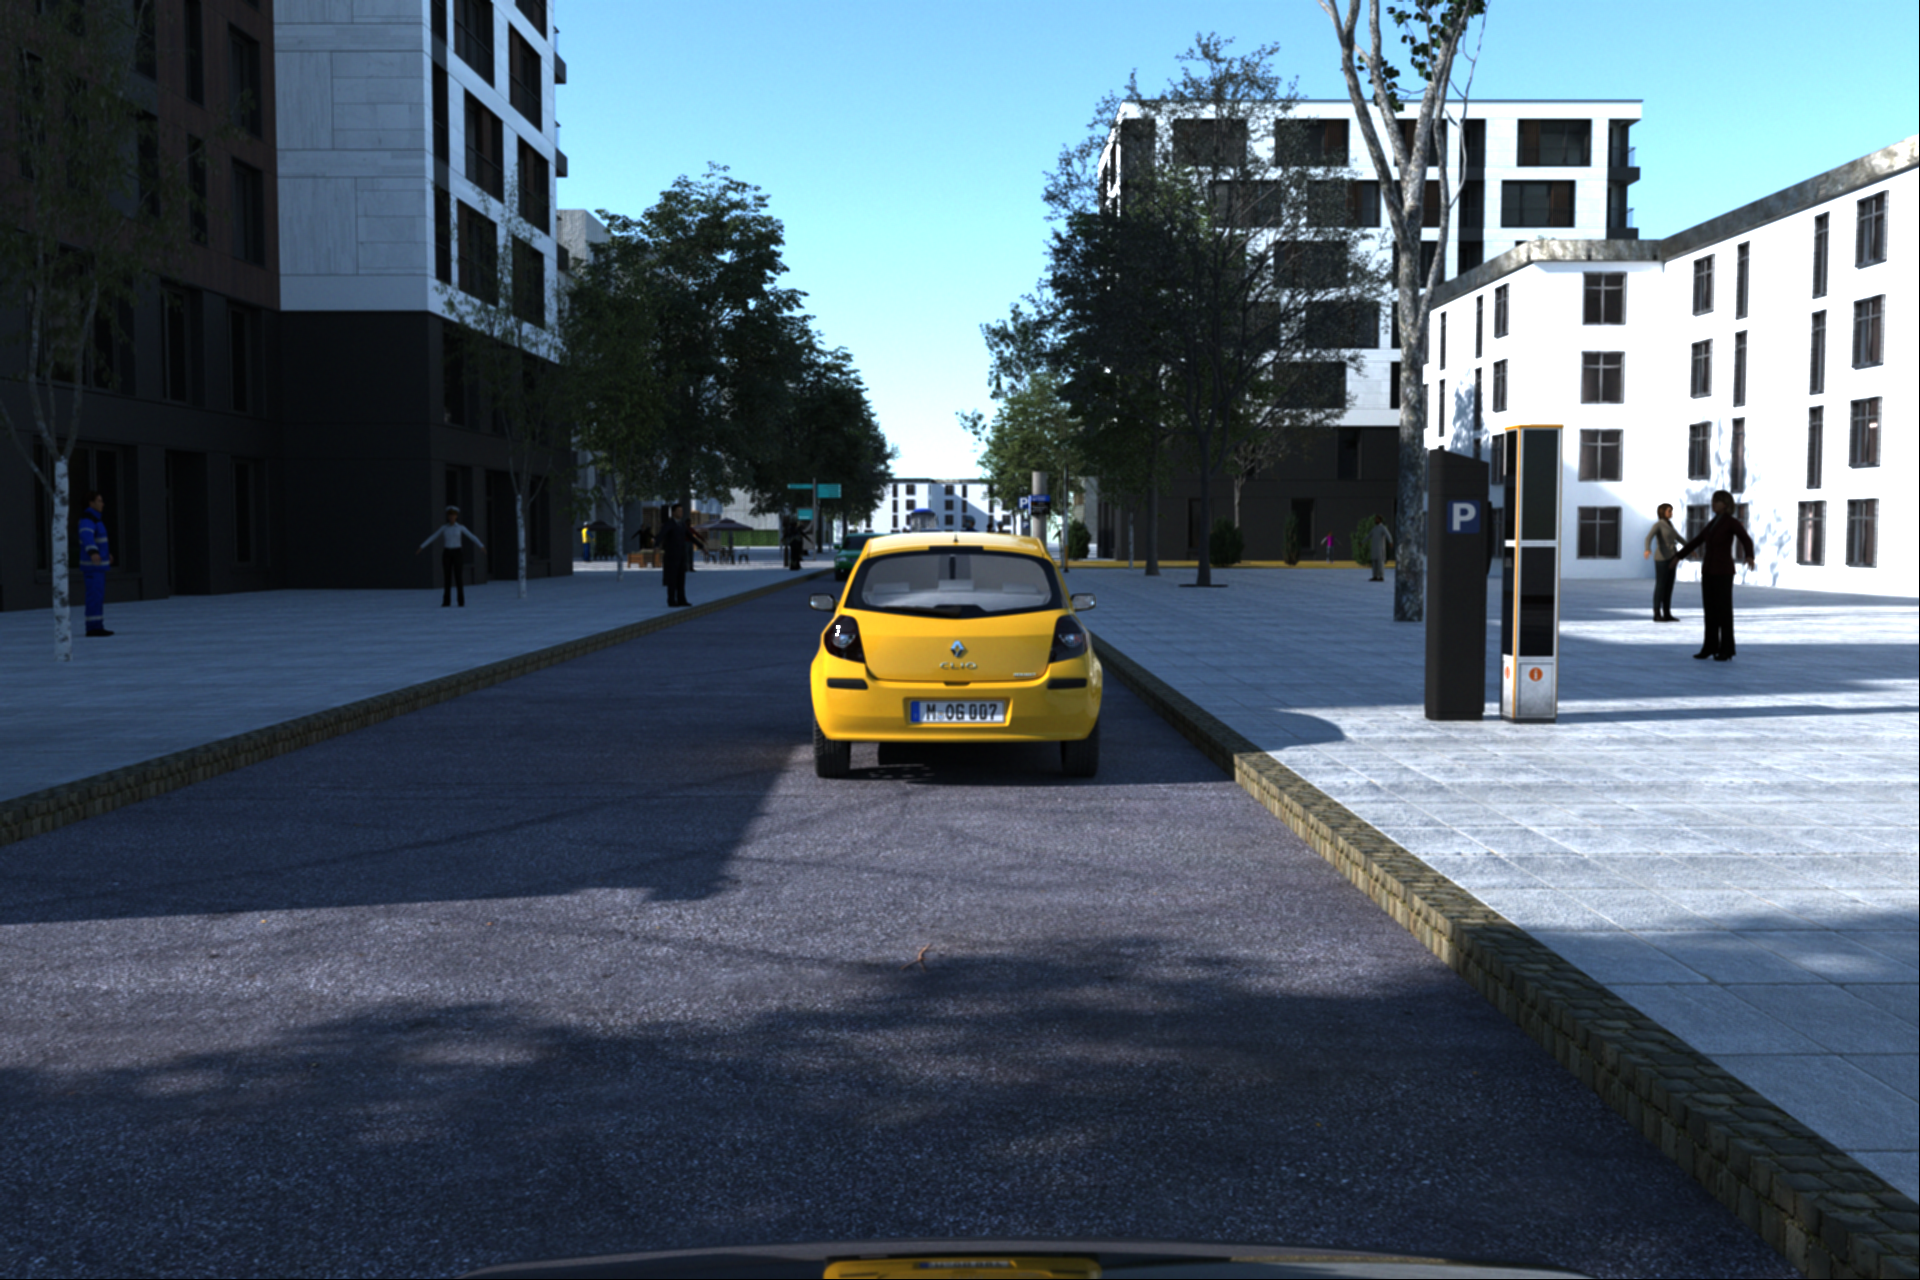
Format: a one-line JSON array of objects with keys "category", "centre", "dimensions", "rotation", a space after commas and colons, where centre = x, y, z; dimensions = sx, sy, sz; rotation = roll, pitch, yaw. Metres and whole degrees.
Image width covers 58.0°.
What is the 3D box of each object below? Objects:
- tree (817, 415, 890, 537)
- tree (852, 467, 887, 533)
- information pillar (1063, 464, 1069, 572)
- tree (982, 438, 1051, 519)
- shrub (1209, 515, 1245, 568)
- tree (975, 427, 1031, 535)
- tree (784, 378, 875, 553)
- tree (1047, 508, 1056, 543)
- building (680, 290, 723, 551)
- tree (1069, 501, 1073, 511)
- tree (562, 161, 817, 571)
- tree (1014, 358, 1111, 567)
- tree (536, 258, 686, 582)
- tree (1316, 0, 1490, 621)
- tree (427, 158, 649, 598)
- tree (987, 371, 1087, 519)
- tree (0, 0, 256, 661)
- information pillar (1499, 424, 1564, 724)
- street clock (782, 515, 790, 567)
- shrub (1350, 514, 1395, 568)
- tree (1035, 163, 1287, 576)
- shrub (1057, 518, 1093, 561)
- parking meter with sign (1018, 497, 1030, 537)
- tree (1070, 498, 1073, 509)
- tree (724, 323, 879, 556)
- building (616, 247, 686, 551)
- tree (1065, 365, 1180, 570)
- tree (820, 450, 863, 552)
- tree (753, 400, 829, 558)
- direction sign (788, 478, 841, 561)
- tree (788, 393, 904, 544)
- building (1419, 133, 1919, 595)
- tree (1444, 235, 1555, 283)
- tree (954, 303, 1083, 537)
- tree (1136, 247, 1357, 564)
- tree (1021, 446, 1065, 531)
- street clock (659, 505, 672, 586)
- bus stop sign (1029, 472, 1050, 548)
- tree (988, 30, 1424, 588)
[{"category": "tree", "centre": [-10.368, -15.328, 157.275], "dimensions": [9.857, 13.997, 8.962], "rotation": [0, 3, 0]}, {"category": "tree", "centre": [-9.463, -13.286, 167.582], "dimensions": [4.737, 8.622, 4.395], "rotation": [0, 3, 0]}, {"category": "information pillar", "centre": [3.575, -4.091, 58.249], "dimensions": [0.183, 3.616, 0.504], "rotation": [0, 3, 0]}, {"category": "tree", "centre": [5.762, -13.455, 154.402], "dimensions": [8.767, 10.594, 7.601], "rotation": [2, 4, 27]}, {"category": "shrub", "centre": [10.025, -3.769, 66.049], "dimensions": [1.690, 2.028, 1.600], "rotation": [0, 3, 0]}, {"category": "tree", "centre": [5.163, -14.698, 166.073], "dimensions": [9.928, 11.665, 9.643], "rotation": [0, 3, 0]}, {"category": "tree", "centre": [-9.198, -11.577, 115.045], "dimensions": [9.928, 11.665, 9.643], "rotation": [0, 3, 0]}, {"category": "tree", "centre": [13.558, -18.789, 257.561], "dimensions": [4.360, 8.622, 3.978], "rotation": [0, 3, 0]}, {"category": "building", "centre": [-25.253, -17.057, 135.304], "dimensions": [16.016, 20.090, 11.380], "rotation": [0, 4, -1]}, {"category": "tree", "centre": [18.312, -19.029, 261.486], "dimensions": [4.737, 8.622, 4.395], "rotation": [0, 3, 0]}, {"category": "tree", "centre": [-9.799, -9.419, 60.661], "dimensions": [9.857, 13.997, 8.962], "rotation": [0, 3, 0]}, {"category": "tree", "centre": [3.829, -7.209, 68.223], "dimensions": [4.360, 8.622, 3.978], "rotation": [0, 3, 0]}, {"category": "tree", "centre": [-9.242, -5.885, 46.581], "dimensions": [4.737, 8.622, 4.395], "rotation": [0, 3, 0]}, {"category": "tree", "centre": [5.133, -10.339, 24.926], "dimensions": [12.611, 20.169, 13.585], "rotation": [0, 3, 0]}, {"category": "tree", "centre": [-8.909, -5.153, 34.613], "dimensions": [4.360, 8.622, 3.978], "rotation": [0, 3, 0]}, {"category": "tree", "centre": [5.459, -12.388, 120.664], "dimensions": [7.486, 12.596, 7.792], "rotation": [0, 3, 0]}, {"category": "tree", "centre": [-8.984, -4.078, 17.044], "dimensions": [4.360, 8.622, 3.978], "rotation": [0, 3, 0]}, {"category": "information pillar", "centre": [3.881, -0.446, 11.780], "dimensions": [0.304, 2.012, 0.304], "rotation": [0, 4, -1]}, {"category": "street clock", "centre": [-6.751, -3.839, 67.340], "dimensions": [0.358, 2.002, 0.471], "rotation": [0, 4, 1]}, {"category": "shrub", "centre": [15.807, -3.815, 66.424], "dimensions": [1.661, 2.075, 1.752], "rotation": [0, 3, 0]}, {"category": "tree", "centre": [6.053, -8.242, 52.878], "dimensions": [7.486, 12.596, 7.792], "rotation": [0, 3, 0]}, {"category": "shrub", "centre": [5.518, -4.843, 83.228], "dimensions": [1.661, 2.075, 1.752], "rotation": [0, 3, 0]}, {"category": "parking meter with sign", "centre": [3.010, -5.156, 80.555], "dimensions": [0.543, 3.016, 1.738], "rotation": [0, 4, -1]}, {"category": "tree", "centre": [18.779, -18.679, 255.763], "dimensions": [4.360, 8.622, 3.978], "rotation": [0, 3, 0]}, {"category": "tree", "centre": [-9.520, -12.006, 102.951], "dimensions": [9.857, 13.997, 8.962], "rotation": [0, 3, 0]}, {"category": "building", "centre": [-25.118, -15.854, 115.630], "dimensions": [16.016, 20.090, 11.380], "rotation": [0, 4, 0]}, {"category": "tree", "centre": [5.982, -6.789, 61.356], "dimensions": [4.737, 8.622, 4.395], "rotation": [0, 3, 0]}, {"category": "tree", "centre": [-9.547, -10.622, 124.027], "dimensions": [4.360, 8.622, 3.978], "rotation": [0, 3, 0]}, {"category": "tree", "centre": [-9.793, -8.730, 93.094], "dimensions": [4.360, 8.622, 3.978], "rotation": [0, 3, 0]}, {"category": "direction sign", "centre": [-6.915, -5.758, 82.899], "dimensions": [2.525, 3.948, 1.411], "rotation": [0, 3, 0]}, {"category": "tree", "centre": [-9.596, -14.327, 144.614], "dimensions": [12.009, 13.543, 11.850], "rotation": [0, 3, 0]}, {"category": "building", "centre": [20.760, -6.574, 49.638], "dimensions": [9.099, 9.664, 28.070], "rotation": [0, 4, 0]}, {"category": "tree", "centre": [24.102, -10.345, 75.792], "dimensions": [9.857, 13.997, 8.962], "rotation": [0, 3, 0]}, {"category": "tree", "centre": [6.004, -17.384, 140.119], "dimensions": [12.611, 20.169, 13.585], "rotation": [0, 3, 0]}, {"category": "tree", "centre": [12.083, -10.053, 74.730], "dimensions": [12.009, 13.543, 11.850], "rotation": [0, 3, 0]}, {"category": "tree", "centre": [6.120, -10.944, 129.301], "dimensions": [4.737, 8.622, 4.395], "rotation": [0, 3, 0]}, {"category": "street clock", "centre": [-7.266, -2.344, 42.886], "dimensions": [0.358, 2.002, 0.471], "rotation": [0, 4, 0]}, {"category": "bus stop sign", "centre": [3.364, -5.149, 73.203], "dimensions": [0.837, 3.901, 0.837], "rotation": [0, 4, -2]}, {"category": "tree", "centre": [6.040, -8.043, 41.871], "dimensions": [12.009, 13.543, 11.850], "rotation": [0, 3, 0]}]
